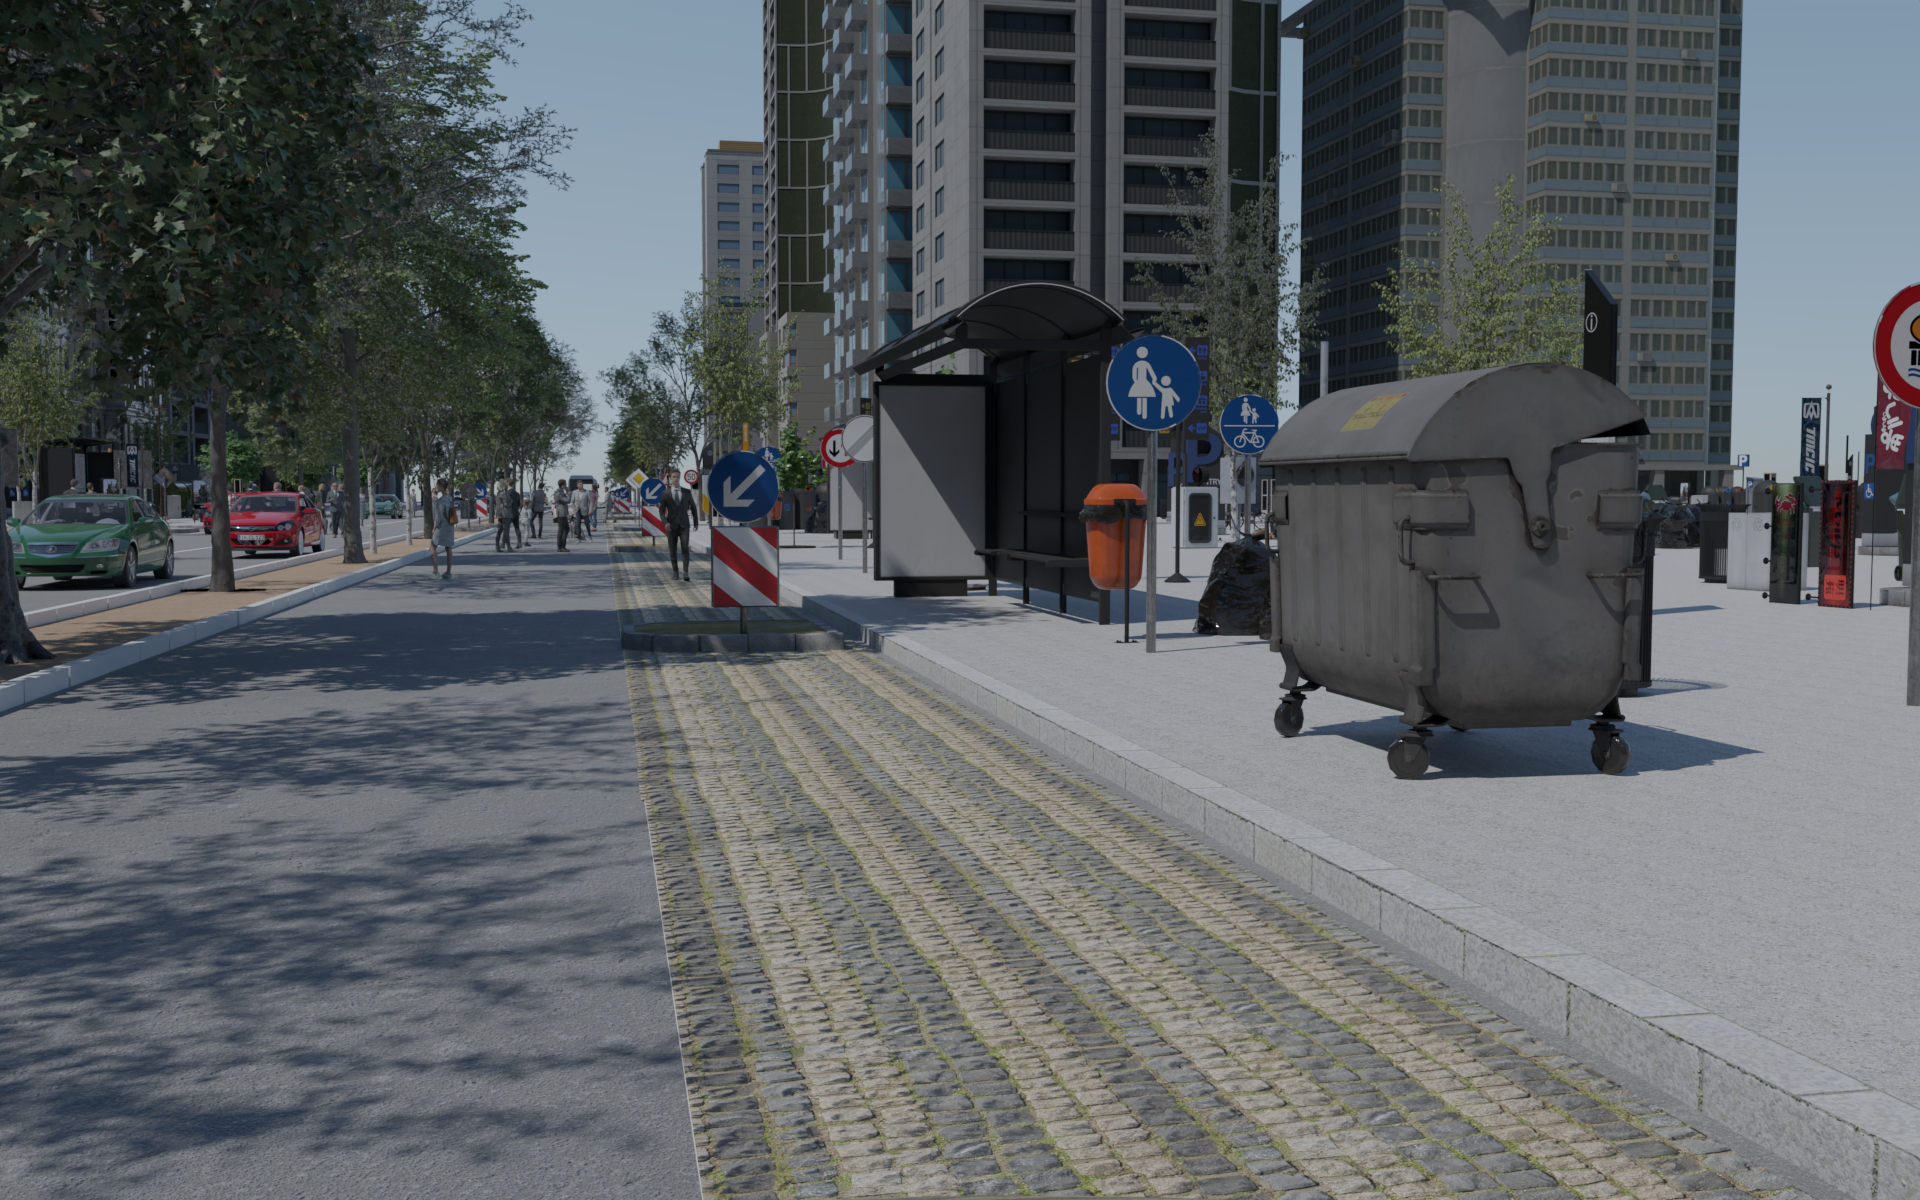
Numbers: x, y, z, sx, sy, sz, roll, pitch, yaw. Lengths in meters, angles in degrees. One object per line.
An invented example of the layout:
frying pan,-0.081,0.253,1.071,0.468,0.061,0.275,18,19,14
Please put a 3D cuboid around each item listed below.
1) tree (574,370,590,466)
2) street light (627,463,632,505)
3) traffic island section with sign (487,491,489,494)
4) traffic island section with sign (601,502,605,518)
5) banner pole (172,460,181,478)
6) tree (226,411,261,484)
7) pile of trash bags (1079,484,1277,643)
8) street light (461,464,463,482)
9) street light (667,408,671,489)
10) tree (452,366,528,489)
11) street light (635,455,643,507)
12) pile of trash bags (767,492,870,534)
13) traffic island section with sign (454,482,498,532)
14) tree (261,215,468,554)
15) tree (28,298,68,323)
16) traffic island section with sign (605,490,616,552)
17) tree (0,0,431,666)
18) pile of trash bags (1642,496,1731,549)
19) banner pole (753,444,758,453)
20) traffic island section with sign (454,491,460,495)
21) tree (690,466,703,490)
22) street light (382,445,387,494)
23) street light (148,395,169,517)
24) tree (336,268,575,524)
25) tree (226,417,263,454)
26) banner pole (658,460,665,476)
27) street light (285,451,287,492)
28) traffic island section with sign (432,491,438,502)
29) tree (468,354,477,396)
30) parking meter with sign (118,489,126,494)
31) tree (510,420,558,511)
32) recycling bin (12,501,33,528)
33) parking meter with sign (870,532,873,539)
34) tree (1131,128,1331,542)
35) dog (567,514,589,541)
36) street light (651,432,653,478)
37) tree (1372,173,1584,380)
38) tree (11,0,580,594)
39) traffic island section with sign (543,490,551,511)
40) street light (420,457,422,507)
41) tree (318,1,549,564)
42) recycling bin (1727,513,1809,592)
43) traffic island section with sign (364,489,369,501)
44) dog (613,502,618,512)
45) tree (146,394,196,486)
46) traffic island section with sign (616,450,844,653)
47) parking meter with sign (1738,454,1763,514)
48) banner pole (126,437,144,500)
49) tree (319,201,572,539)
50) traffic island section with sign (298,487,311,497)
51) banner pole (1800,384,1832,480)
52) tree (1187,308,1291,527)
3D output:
tree,-21.258,-8.638,78.094,8.767,10.594,7.601,-1,4,-12
street light,-37.050,-13.593,195.024,0.468,5.910,1.993,-1,4,-12
traffic island section with sign,-67.822,-14.692,248.844,1.989,1.847,2.006,-1,4,-12
traffic island section with sign,-18.888,-5.388,96.724,1.989,1.847,2.006,-1,4,-12
banner pole,-58.050,-8.471,128.514,0.401,3.779,0.863,2,4,29
tree,-53.985,-11.066,131.286,4.360,8.622,3.978,0,3,0
pile of trash bags,2.720,-0.354,15.533,3.447,1.369,1.912,-1,4,-16
street light,-65.509,-15.612,228.046,0.468,5.910,1.993,-1,4,-12
street light,-15.342,-7.238,91.133,0.468,5.910,1.993,-1,4,-12
tree,-22.875,-8.036,84.209,4.737,8.622,4.395,0,3,0
street light,-30.964,-11.830,166.200,0.468,5.910,1.993,-1,4,-12
pile of trash bags,-4.680,-2.873,56.732,3.447,1.369,1.912,0,4,-6
traffic island section with sign,-18.935,-3.573,66.557,2.006,1.907,1.989,-1,4,-12
tree,-13.900,-5.378,40.758,4.360,8.622,3.978,0,3,0
tree,-30.824,-6.570,57.777,4.737,8.622,4.395,0,3,0
traffic island section with sign,-7.757,-2.111,43.142,1.989,1.847,2.006,-1,4,-12
tree,-8.277,-5.798,14.268,9.611,12.733,9.660,0,3,0
pile of trash bags,16.558,-1.923,41.193,3.447,1.369,1.912,0,4,1
banner pole,-10.168,-5.948,87.265,0.863,3.779,0.401,-3,4,-36
traffic island section with sign,-56.899,-11.474,196.226,1.989,1.847,2.006,-1,4,-12
tree,-16.256,-6.956,108.336,1.663,3.219,1.824,0,3,0
street light,-48.753,-10.650,146.922,0.468,5.910,1.993,-1,4,-12
street light,-33.092,-6.047,71.657,0.468,5.910,1.993,-1,4,-12
tree,-18.825,-7.743,63.470,8.767,10.594,7.601,-1,4,-12
tree,-57.818,-11.606,140.114,4.737,8.622,4.395,0,3,0
banner pole,-21.966,-8.369,126.856,0.401,3.779,0.863,-1,4,-18
street light,-39.060,-7.801,100.327,0.468,5.910,1.993,-1,4,-12
traffic island section with sign,-51.287,-9.823,169.226,1.989,1.847,2.006,-1,4,-12
tree,-15.261,-5.804,47.718,4.360,8.622,3.978,0,3,0
parking meter with sign,-55.093,-7.105,112.422,1.738,3.016,0.543,-3,5,-40
tree,-31.055,-10.543,125.202,4.360,8.622,3.978,0,3,0
recycling bin,-32.371,-2.899,59.949,0.722,1.027,0.722,-2,4,-30
parking meter with sign,-1.916,-3.312,50.407,1.738,3.016,0.543,-3,5,-39
tree,5.546,-5.171,34.905,4.360,8.622,3.978,0,3,0
dog,-11.684,-2.228,53.260,0.800,0.831,0.513,0,4,0
street light,-21.305,-8.992,119.805,0.468,5.910,1.993,-1,4,-12
tree,11.745,-5.447,39.425,4.737,8.622,4.395,0,3,0
tree,-10.849,-6.865,25.062,12.009,13.543,11.850,0,3,0
traffic island section with sign,-35.729,-8.517,147.383,2.006,1.907,1.989,-1,4,-12
street light,-54.782,-12.428,175.992,0.468,5.910,1.993,-1,4,-12
tree,-12.272,-6.988,34.835,7.486,12.596,7.792,0,3,0
recycling bin,10.813,-0.651,23.194,0.722,1.027,0.722,-1,4,-21
traffic island section with sign,-41.216,-6.860,120.782,1.989,1.847,2.006,-1,4,-12
dog,-27.913,-7.565,140.523,0.513,0.831,0.800,-2,4,-23
tree,-50.275,-9.671,108.483,4.737,8.622,4.395,0,3,0
traffic island section with sign,-2.229,-0.483,16.532,1.989,1.847,2.006,-1,4,-12
parking meter with sign,35.164,-4.911,76.557,1.738,3.016,0.543,-2,4,-28
banner pole,-35.870,-5.227,75.476,0.863,3.779,0.401,-1,4,-15
tree,-16.976,-7.739,54.741,9.928,11.665,9.643,0,3,0
traffic island section with sign,-35.745,-5.245,94.386,1.989,1.847,2.006,-1,4,-12
banner pole,19.557,-3.029,39.539,0.863,3.779,0.401,0,4,-3
tree,10.582,-7.151,67.275,4.737,8.622,4.395,0,3,0
